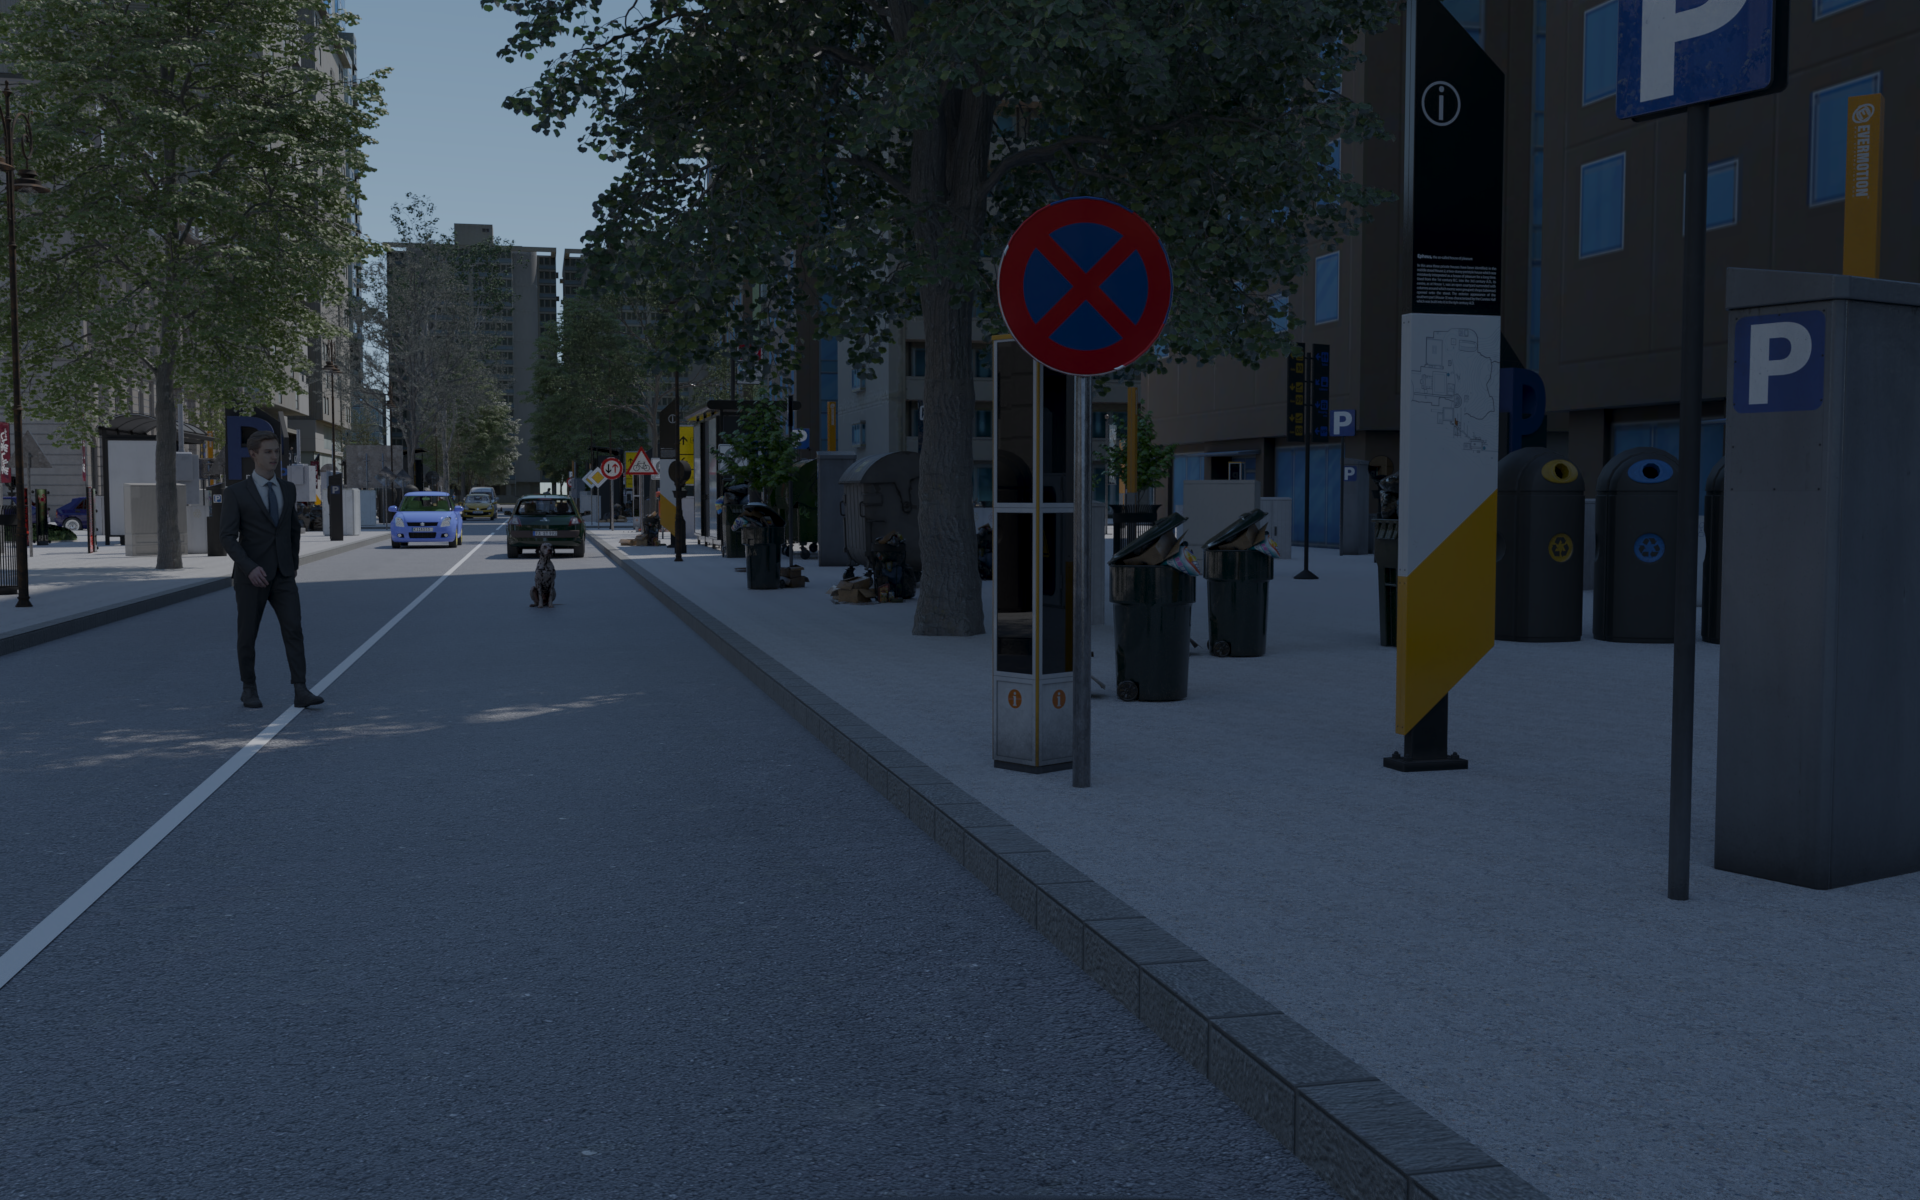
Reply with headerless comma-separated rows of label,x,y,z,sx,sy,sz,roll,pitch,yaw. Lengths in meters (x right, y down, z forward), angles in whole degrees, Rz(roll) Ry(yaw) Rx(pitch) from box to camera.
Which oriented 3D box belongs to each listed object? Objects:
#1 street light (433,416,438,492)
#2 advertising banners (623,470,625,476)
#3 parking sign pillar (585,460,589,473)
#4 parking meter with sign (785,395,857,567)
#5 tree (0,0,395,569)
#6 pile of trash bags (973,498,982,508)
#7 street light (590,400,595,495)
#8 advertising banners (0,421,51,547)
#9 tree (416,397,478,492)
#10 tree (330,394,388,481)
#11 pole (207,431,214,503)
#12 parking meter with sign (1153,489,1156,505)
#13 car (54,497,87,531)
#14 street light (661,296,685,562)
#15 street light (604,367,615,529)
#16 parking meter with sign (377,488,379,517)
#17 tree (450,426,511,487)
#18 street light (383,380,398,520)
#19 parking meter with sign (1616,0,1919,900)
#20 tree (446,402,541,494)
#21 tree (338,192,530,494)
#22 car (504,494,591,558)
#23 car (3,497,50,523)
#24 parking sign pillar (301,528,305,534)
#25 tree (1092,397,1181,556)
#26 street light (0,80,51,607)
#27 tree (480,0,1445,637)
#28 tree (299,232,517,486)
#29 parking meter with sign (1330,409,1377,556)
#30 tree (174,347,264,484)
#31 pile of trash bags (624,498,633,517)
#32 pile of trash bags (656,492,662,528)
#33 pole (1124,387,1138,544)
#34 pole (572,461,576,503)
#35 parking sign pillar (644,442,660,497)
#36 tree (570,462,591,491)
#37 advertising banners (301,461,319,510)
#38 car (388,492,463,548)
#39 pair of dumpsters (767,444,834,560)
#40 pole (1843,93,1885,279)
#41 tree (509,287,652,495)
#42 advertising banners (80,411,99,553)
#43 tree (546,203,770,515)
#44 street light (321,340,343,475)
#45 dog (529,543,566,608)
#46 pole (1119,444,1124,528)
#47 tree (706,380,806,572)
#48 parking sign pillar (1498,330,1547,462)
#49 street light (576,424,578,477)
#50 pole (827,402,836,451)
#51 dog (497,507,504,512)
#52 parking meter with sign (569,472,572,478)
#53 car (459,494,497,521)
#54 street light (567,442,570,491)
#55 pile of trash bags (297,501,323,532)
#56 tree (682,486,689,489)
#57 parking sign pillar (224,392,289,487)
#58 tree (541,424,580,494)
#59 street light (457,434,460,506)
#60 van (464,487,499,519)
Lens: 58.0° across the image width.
street light,-30.495,-7.836,100.898,0.468,5.910,1.993,-1,4,-14
advertising banners,-24.581,-7.883,125.075,0.090,3.025,2.074,-3,4,-36
parking sign pillar,-27.194,-8.469,126.934,1.447,3.967,1.447,-1,4,-22
parking meter with sign,-2.172,-2.107,30.711,1.738,3.016,0.543,0,4,-7
tree,-13.186,-6.806,29.412,7.486,12.596,7.792,0,3,0
pile of trash bags,1.715,-3.252,62.918,3.447,1.369,1.912,2,4,27
street light,-17.583,-6.722,82.692,0.468,5.910,1.993,-1,4,-14
advertising banners,-22.986,-2.834,42.516,0.090,3.025,2.074,0,4,3
tree,-37.425,-10.716,125.575,4.360,8.622,3.978,0,3,0
tree,-42.523,-10.534,122.587,4.360,8.622,3.978,0,3,0
pole,-24.399,-3.827,56.414,0.158,3.312,0.155,0,3,0
parking meter with sign,6.967,-3.880,59.700,0.543,3.016,1.738,2,4,23
car,-30.444,-3.059,62.601,3.894,1.354,1.945,-1,4,-12
street light,-5.359,-3.671,32.814,0.468,5.910,1.993,-1,4,-14
street light,-12.748,-5.528,63.171,0.468,5.910,1.993,-1,4,-14
parking meter with sign,-32.917,-6.056,95.274,1.738,3.016,0.543,-1,4,-15
tree,-55.576,-16.205,199.367,8.767,10.594,7.601,1,4,12
street light,-22.983,-5.948,70.039,0.468,5.910,1.993,-1,4,-14
parking meter with sign,2.982,-0.586,5.834,1.738,3.016,0.543,-2,4,-32
tree,-50.427,-15.450,178.361,9.928,11.665,9.643,0,3,0
tree,-34.632,-15.641,111.623,12.611,20.169,13.585,0,3,0
car,-9.606,-1.866,40.300,2.009,1.686,4.222,-1,4,-12
car,-35.001,-3.040,62.283,3.894,1.354,1.945,-1,4,-16
parking sign pillar,-21.952,-4.125,55.922,1.447,3.967,1.447,-2,4,-28
tree,3.669,-2.444,34.562,1.663,3.219,1.824,0,3,0
street light,-10.643,-2.858,19.515,0.468,5.910,1.993,-1,4,-14
tree,0.009,-6.659,15.529,9.857,13.997,8.962,0,3,0
tree,-25.727,-10.439,81.052,12.009,13.543,11.850,0,3,0
parking meter with sign,8.362,-2.465,36.564,0.543,3.016,1.738,2,4,33
tree,-37.187,-8.348,86.846,4.737,8.622,4.395,0,3,0
pile of trash bags,-19.005,-5.368,97.511,3.447,1.369,1.912,3,4,38
pile of trash bags,-9.123,-3.150,61.248,3.447,1.369,1.912,0,4,-8
pole,3.295,-2.404,33.153,0.158,3.312,0.155,0,3,0
pole,-23.724,-6.886,106.425,0.158,3.312,0.155,0,3,0
parking sign pillar,-14.237,-5.646,80.780,1.447,3.967,1.447,-2,4,-25
tree,-22.317,-6.596,102.442,1.663,3.219,1.824,0,3,0
advertising banners,-34.525,-5.794,90.914,0.090,3.025,2.074,3,4,38
car,-14.479,-2.293,47.075,1.945,1.707,3.694,-1,4,-13
pair of dumpsters,-3.108,-2.037,35.793,1.574,2.255,4.437,-1,4,-14
pole,4.655,-0.927,8.993,0.158,3.312,0.155,0,3,0
tree,-20.298,-10.775,94.305,7.486,12.596,7.792,0,3,0
advertising banners,-18.884,-2.529,37.541,0.090,3.025,2.074,-1,4,-20
tree,-9.536,-7.380,55.084,7.601,10.594,8.767,-1,4,-15
street light,-18.038,-4.714,49.870,0.468,5.910,1.993,-1,4,-14
dog,-5.217,-0.321,22.079,0.513,0.831,0.800,1,4,19
pole,6.091,-4.356,65.059,0.158,3.312,0.155,0,3,0
tree,-3.365,-2.083,28.654,1.663,3.219,1.824,0,3,0
parking sign pillar,8.701,-2.366,27.151,1.447,3.967,1.447,-3,5,-44
street light,-25.123,-8.611,113.585,0.468,5.910,1.993,-1,4,-14
pole,-2.836,-2.722,38.340,0.158,3.312,0.155,0,3,0
dog,-37.277,-7.337,140.150,0.748,0.427,0.550,-2,4,-25
parking meter with sign,-29.475,-8.450,134.412,0.543,3.016,1.738,2,4,35
car,-26.397,-5.176,94.853,2.015,1.641,3.980,-1,4,-15
street light,-32.492,-10.468,143.946,0.468,5.910,1.993,-1,4,-14
pile of trash bags,-22.513,-3.071,59.963,1.912,1.369,3.447,1,4,23
tree,-18.569,-7.764,110.661,4.285,4.588,4.351,0,3,0
parking sign pillar,-17.713,-3.362,43.444,1.447,3.967,1.447,-1,4,-18
tree,-43.826,-16.198,190.591,9.928,11.665,9.643,0,3,0
street light,-38.001,-9.690,131.226,0.468,5.910,1.993,-1,4,-14
van,-28.203,-5.820,102.173,2.013,2.044,4.112,-1,4,-13
